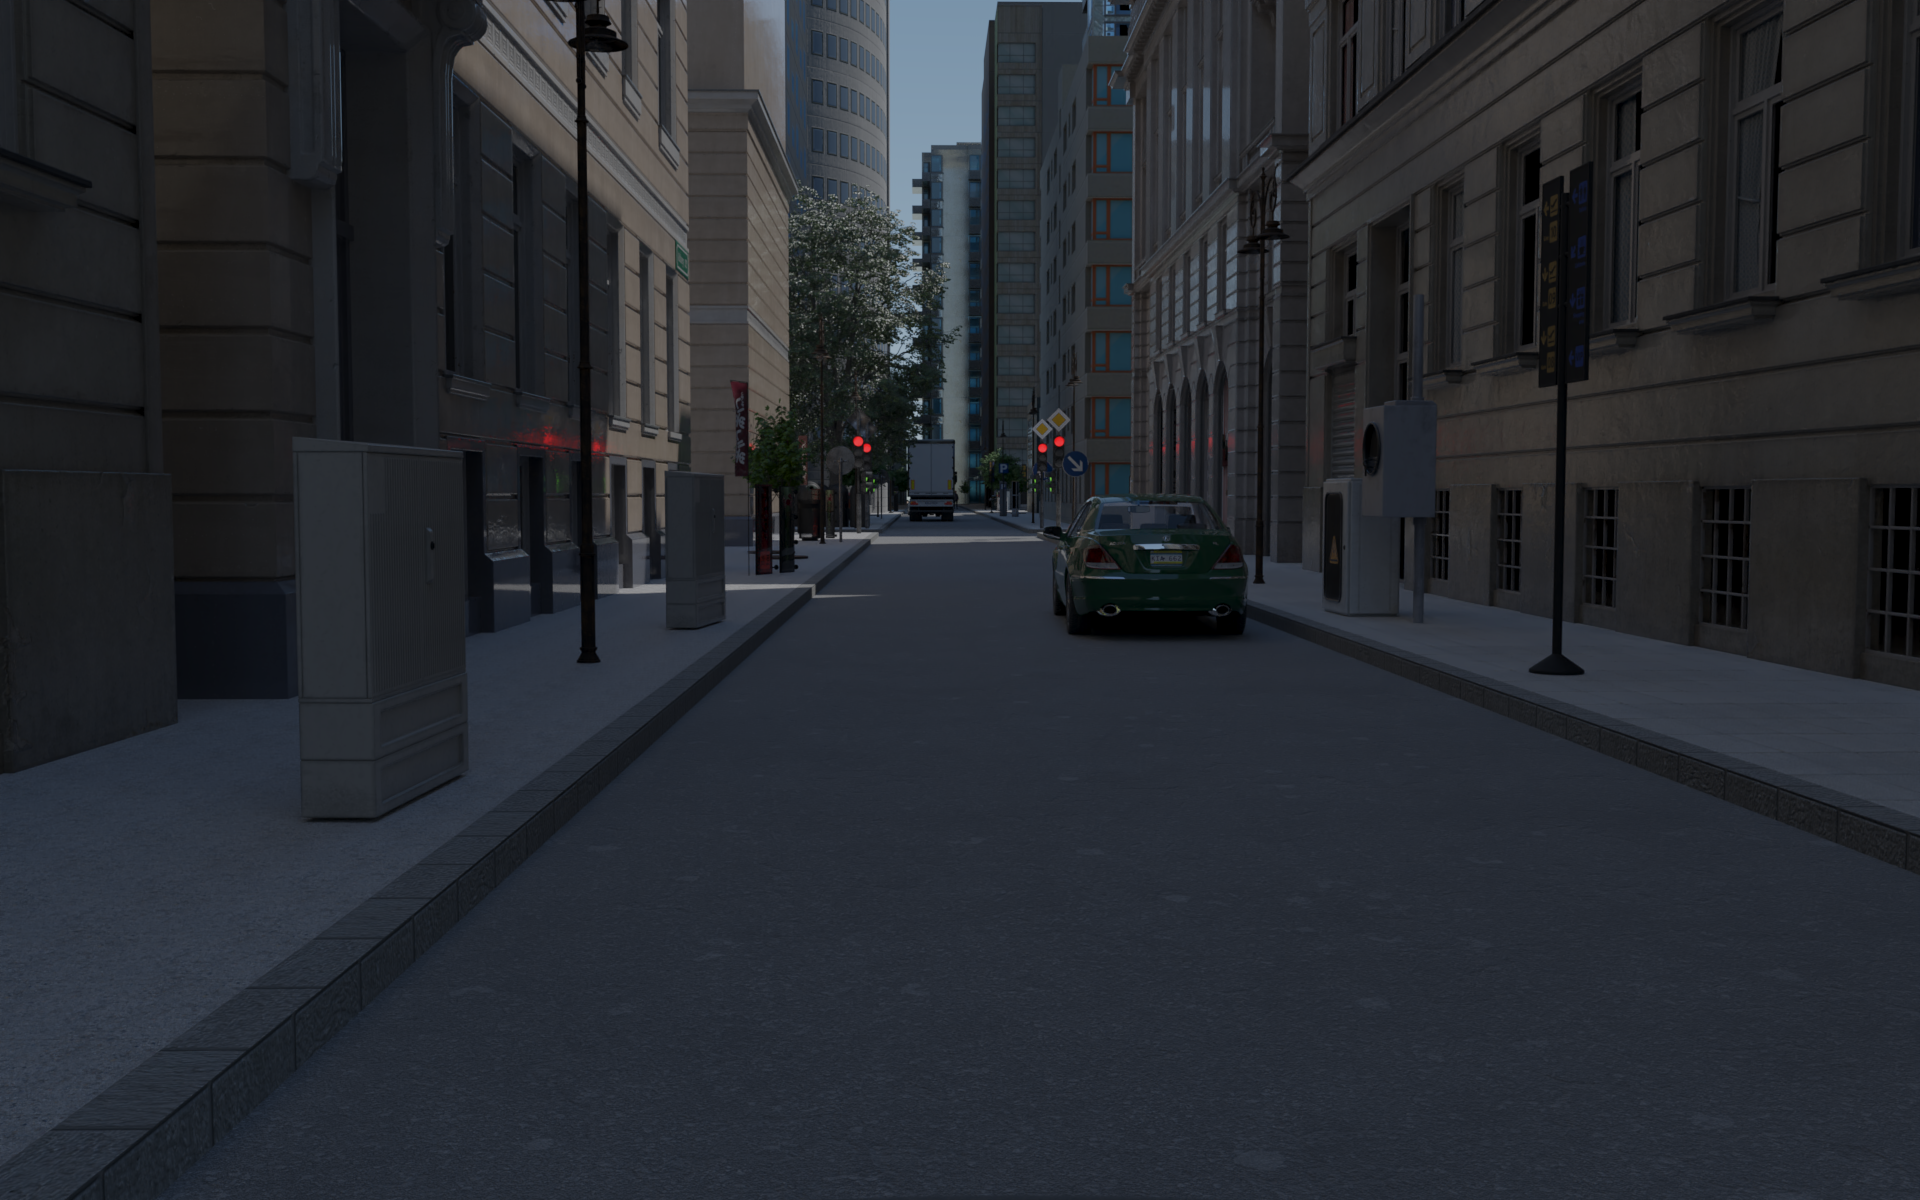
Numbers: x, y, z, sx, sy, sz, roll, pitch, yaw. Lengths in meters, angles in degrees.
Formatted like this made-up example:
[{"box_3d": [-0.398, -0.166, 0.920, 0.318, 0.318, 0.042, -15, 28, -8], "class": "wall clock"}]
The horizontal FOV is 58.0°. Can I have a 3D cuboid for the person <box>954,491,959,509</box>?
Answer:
[{"box_3d": [-0.347, -9.512, 164.547, 0.617, 1.759, 0.750, -1, 4, -16], "class": "person"}]

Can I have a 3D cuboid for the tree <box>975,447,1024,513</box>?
[{"box_3d": [2.750, -8.319, 119.724, 4.285, 4.588, 4.351, 0, 3, 0], "class": "tree"}]

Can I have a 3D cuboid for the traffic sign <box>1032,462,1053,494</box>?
[{"box_3d": [3.135, -4.014, 65.727, 0.768, 2.556, 0.104, 0, 4, 7], "class": "traffic sign"}]

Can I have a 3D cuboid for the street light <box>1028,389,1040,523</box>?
[{"box_3d": [3.219, -6.316, 76.059, 0.468, 5.910, 1.993, 0, 4, -1], "class": "street light"}]

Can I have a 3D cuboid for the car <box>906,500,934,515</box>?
[{"box_3d": [-2.663, -6.462, 117.657, 2.014, 1.417, 4.499, 0, 4, -3], "class": "car"}]

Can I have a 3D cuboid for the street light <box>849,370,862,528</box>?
[{"box_3d": [-3.865, -5.608, 64.471, 0.468, 5.910, 1.993, 0, 4, -1], "class": "street light"}]

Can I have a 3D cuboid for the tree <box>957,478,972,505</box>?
[{"box_3d": [0.602, -12.990, 206.982, 1.663, 3.219, 1.824, 0, 3, 0], "class": "tree"}]

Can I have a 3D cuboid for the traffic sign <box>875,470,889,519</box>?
[{"box_3d": [-4.067, -5.478, 89.678, 0.768, 2.556, 0.104, 0, 4, 7], "class": "traffic sign"}]

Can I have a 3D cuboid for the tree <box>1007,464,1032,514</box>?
[{"box_3d": [3.745, -7.185, 112.073, 1.663, 3.219, 1.824, 0, 3, 0], "class": "tree"}]

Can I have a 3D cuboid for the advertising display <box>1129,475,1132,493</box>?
[{"box_3d": [6.074, -3.182, 57.236, 0.974, 1.923, 0.123, 1, 4, 14], "class": "advertising display"}]

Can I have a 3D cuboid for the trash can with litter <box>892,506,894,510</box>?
[{"box_3d": [-5.671, -7.806, 139.008, 1.055, 1.170, 0.624, -1, 4, -13], "class": "trash can with litter"}]

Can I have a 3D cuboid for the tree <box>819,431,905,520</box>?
[{"box_3d": [-5.325, -6.170, 84.596, 4.285, 4.588, 4.351, 0, 3, 0], "class": "tree"}]

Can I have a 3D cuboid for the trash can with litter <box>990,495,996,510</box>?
[{"box_3d": [2.878, -7.734, 137.844, 0.624, 1.170, 1.055, 3, 5, 39], "class": "trash can with litter"}]

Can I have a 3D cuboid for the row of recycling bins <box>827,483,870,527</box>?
[{"box_3d": [-5.054, -3.688, 67.411, 3.534, 1.692, 1.069, 2, 4, 30], "class": "row of recycling bins"}]

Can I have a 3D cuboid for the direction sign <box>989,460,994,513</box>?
[{"box_3d": [2.133, -7.624, 116.642, 0.379, 3.537, 0.876, 1, 4, 22], "class": "direction sign"}]

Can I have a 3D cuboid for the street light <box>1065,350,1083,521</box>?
[{"box_3d": [3.676, -5.083, 55.892, 0.468, 5.910, 1.993, 0, 4, -1], "class": "street light"}]

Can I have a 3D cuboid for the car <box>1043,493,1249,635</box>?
[{"box_3d": [2.006, -0.445, 19.080, 2.131, 1.459, 4.920, 0, 4, 0], "class": "car"}]

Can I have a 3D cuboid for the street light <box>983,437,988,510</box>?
[{"box_3d": [2.030, -10.165, 138.978, 0.468, 5.910, 1.993, 0, 4, -1], "class": "street light"}]

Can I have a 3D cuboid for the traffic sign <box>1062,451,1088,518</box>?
[{"box_3d": [3.411, -3.127, 51.236, 0.768, 2.556, 0.104, 0, 4, 5], "class": "traffic sign"}]

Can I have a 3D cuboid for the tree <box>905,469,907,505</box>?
[{"box_3d": [-5.524, -7.252, 102.282, 4.285, 4.588, 4.351, 0, 3, 0], "class": "tree"}]

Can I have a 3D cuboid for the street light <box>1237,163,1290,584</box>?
[{"box_3d": [4.288, -3.173, 24.660, 0.468, 5.910, 1.993, 0, 4, -1], "class": "street light"}]

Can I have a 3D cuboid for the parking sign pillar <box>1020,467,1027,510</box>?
[{"box_3d": [5.453, -9.081, 136.945, 1.447, 3.967, 1.447, 2, 4, 29], "class": "parking sign pillar"}]

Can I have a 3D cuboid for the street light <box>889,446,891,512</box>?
[{"box_3d": [-5.102, -9.418, 126.772, 0.468, 5.910, 1.993, 0, 4, -1], "class": "street light"}]

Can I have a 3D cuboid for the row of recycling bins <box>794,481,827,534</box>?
[{"box_3d": [-6.260, -3.023, 56.541, 3.534, 1.692, 1.069, 0, 4, 6], "class": "row of recycling bins"}]

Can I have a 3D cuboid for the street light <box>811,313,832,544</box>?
[{"box_3d": [-3.540, -4.383, 44.445, 0.468, 5.910, 1.993, 0, 4, -1], "class": "street light"}]

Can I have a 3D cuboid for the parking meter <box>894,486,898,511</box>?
[{"box_3d": [-4.779, -7.561, 129.328, 0.255, 1.863, 0.399, 1, 4, 16], "class": "parking meter"}]

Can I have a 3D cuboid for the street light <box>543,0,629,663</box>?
[{"box_3d": [-2.830, -2.461, 13.024, 0.468, 5.910, 1.993, 0, 4, -1], "class": "street light"}]

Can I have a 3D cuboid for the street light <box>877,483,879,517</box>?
[{"box_3d": [-4.542, -7.521, 95.752, 0.468, 5.910, 1.993, 0, 4, -1], "class": "street light"}]

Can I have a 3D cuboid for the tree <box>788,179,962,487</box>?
[{"box_3d": [-5.029, -10.052, 70.999, 9.857, 13.997, 8.962, 0, 3, 0], "class": "tree"}]

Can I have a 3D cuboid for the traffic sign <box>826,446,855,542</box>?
[{"box_3d": [-3.174, -2.809, 46.038, 0.768, 2.556, 0.104, 0, 3, 0], "class": "traffic sign"}]

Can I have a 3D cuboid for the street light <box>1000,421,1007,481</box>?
[{"box_3d": [2.654, -8.214, 107.078, 0.468, 5.910, 1.993, 0, 4, -1], "class": "street light"}]

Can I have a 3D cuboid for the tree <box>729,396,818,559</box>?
[{"box_3d": [-3.518, -2.440, 34.499, 1.663, 3.219, 1.824, 0, 3, 0], "class": "tree"}]
